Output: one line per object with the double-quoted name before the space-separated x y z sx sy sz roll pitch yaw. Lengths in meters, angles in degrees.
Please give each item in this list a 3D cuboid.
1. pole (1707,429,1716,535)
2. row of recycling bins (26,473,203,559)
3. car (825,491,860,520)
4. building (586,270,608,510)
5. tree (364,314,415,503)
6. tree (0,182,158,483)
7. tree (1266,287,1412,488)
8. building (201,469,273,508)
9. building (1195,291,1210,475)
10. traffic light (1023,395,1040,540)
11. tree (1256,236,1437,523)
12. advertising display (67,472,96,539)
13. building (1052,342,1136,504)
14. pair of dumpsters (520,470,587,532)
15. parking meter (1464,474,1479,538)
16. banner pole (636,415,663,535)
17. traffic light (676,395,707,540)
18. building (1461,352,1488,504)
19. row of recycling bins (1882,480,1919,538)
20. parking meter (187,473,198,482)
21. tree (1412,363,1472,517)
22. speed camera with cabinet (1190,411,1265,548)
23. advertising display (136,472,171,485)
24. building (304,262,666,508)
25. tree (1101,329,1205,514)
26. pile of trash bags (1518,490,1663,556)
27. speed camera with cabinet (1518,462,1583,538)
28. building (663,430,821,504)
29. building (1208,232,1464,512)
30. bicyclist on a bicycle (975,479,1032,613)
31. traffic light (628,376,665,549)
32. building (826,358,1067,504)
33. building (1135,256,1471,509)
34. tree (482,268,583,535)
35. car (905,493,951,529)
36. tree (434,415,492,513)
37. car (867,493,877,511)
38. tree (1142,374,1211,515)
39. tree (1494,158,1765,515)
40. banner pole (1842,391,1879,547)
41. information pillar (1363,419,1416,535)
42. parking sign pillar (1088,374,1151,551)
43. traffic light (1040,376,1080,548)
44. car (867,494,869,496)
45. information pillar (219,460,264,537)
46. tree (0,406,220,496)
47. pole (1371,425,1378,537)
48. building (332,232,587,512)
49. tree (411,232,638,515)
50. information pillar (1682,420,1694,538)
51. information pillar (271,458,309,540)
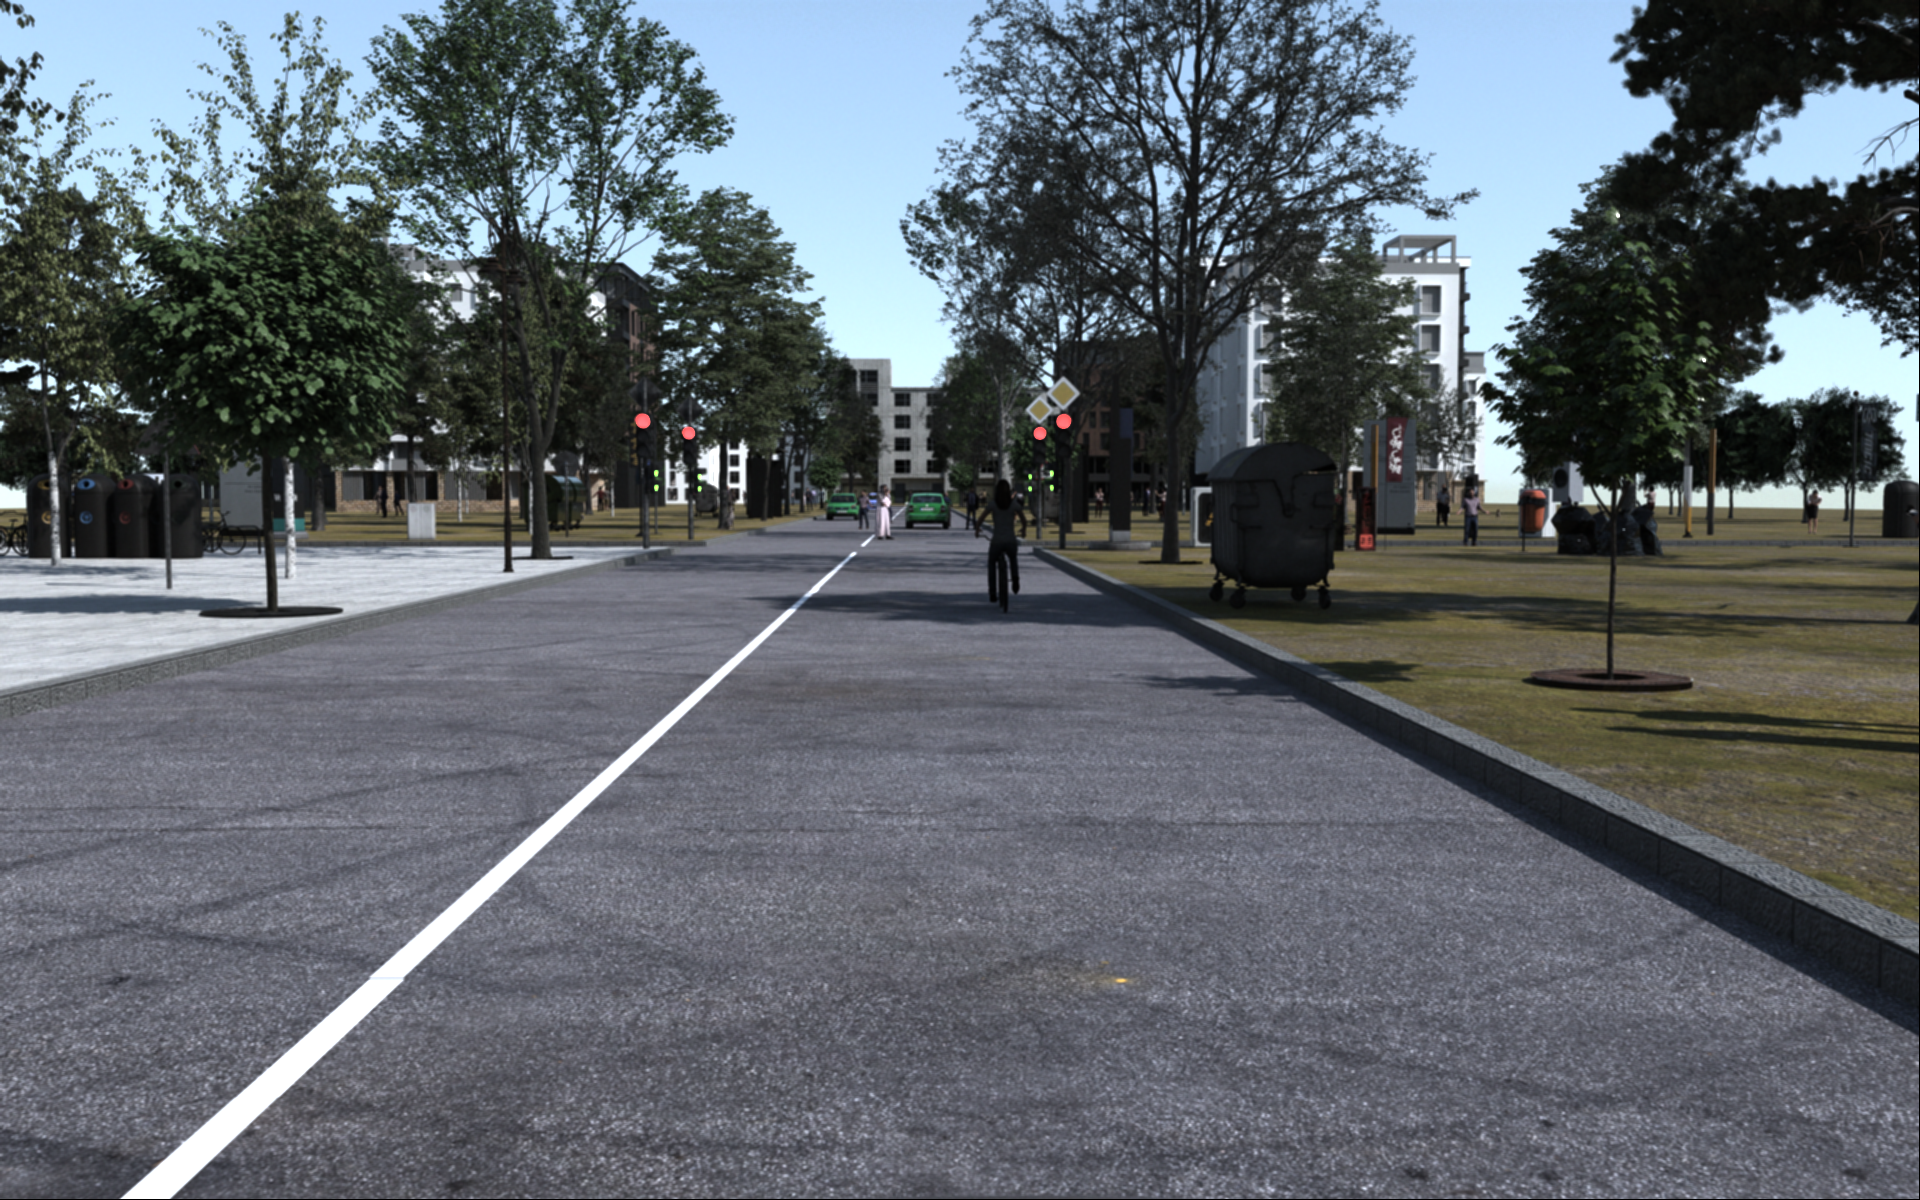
"pole" 23.514 -3.690 54.170 0.158 3.312 0.155 0 3 0
"row of recycling bins" -16.937 -1.688 34.718 3.534 1.692 1.069 0 4 3
"car" -6.433 -5.316 95.718 1.959 1.807 4.718 0 4 -1
"building" -37.078 -17.406 141.007 16.016 20.091 11.380 0 4 -1
"tree" -31.427 -10.818 98.934 6.751 12.117 7.091 0 3 0
"tree" -31.403 -8.458 60.337 6.751 12.117 7.091 0 3 0
"tree" 13.227 -6.780 61.221 4.360 8.622 3.978 0 3 0
"building" -68.841 -19.308 172.105 11.380 20.091 16.016 0 4 -1
"building" 27.750 -17.506 142.641 16.016 20.091 11.380 0 4 -1
"traffic light" 2.214 -3.644 48.826 0.839 4.213 0.868 0 4 -1
"tree" 16.891 -9.642 75.766 7.486 12.596 7.792 0 3 0
"advertising display" -25.455 -2.755 50.257 0.123 1.923 0.974 1 4 16
"building" 30.038 -24.312 241.472 32.646 21.610 27.936 0 4 -1
"pair of dumpsters" -14.318 -3.578 61.002 1.574 2.255 4.436 0 4 -1
"parking meter" 14.864 -2.730 50.350 0.255 1.863 0.399 3 5 42
"banner pole" -9.898 -3.974 54.998 0.863 3.779 0.401 0 4 -2
"traffic light" -7.544 -3.629 48.582 0.839 4.213 0.868 0 4 -1
"building" 63.871 -23.223 236.110 11.380 20.091 16.016 0 4 -1
"row of recycling bins" 28.037 -2.716 51.520 1.069 1.692 3.534 2 4 30
"parking meter" -21.164 -2.568 47.695 0.399 1.863 0.255 3 5 42
"tree" 27.345 -8.958 96.833 4.360 8.622 3.978 0 3 0
"speed camera with cabinet" 6.549 -2.873 41.302 2.038 3.252 0.660 0 4 0
"advertising display" -23.672 -2.790 50.833 0.974 1.923 0.123 -1 4 -18
"building" -46.278 -19.727 166.503 32.646 21.610 27.936 0 4 -1
"tree" 12.476 -11.611 111.890 6.751 12.117 7.091 0 3 0
"pile of trash bags" 13.433 -1.689 37.362 1.912 1.369 3.447 -2 4 -30
"speed camera with cabinet" 17.091 -3.411 50.110 0.660 3.252 2.038 -2 4 -24
"building" -32.638 -17.639 230.540 28.070 9.664 9.099 0 4 -1
"building" 27.985 -16.785 130.854 16.016 20.091 11.380 0 4 -1
"bicyclist on a bicycle" 0.526 -0.695 21.384 1.499 1.676 1.625 0 4 -1
"traffic light" -7.357 -3.141 40.599 0.839 4.213 0.868 0 4 -1
"building" -1.908 -22.506 234.430 31.486 18.905 16.747 0 4 -1
"building" 33.013 -19.650 165.246 27.936 21.610 32.646 0 4 -1
"tree" -13.764 -6.392 54.872 4.737 8.622 4.395 0 3 0
"car" -1.356 -3.898 72.533 1.959 1.807 4.718 0 4 0
"tree" -32.761 -10.063 114.891 4.360 8.622 3.978 0 3 0
"car" -7.045 -8.280 144.970 1.945 1.707 3.694 0 4 -2
"tree" 13.265 -9.401 104.067 4.360 8.622 3.978 0 3 0
"tree" 24.425 -9.575 63.201 9.857 13.997 8.962 0 3 0
"banner pole" 21.785 -3.168 41.821 0.401 3.779 0.863 -2 4 -24
"information pillar" 13.553 -3.878 54.721 1.656 3.620 0.184 2 4 29
"parking sign pillar" 3.664 -3.129 39.631 1.447 3.967 1.447 0 4 2
"traffic light" 2.402 -3.156 40.843 0.839 4.213 0.868 0 4 -1
"car" -8.636 -9.979 172.202 2.155 1.783 4.494 0 3 0
"information pillar" -21.421 -3.702 51.848 1.656 3.620 0.184 1 4 15
"tree" -58.330 -9.333 115.494 20.602 7.101 11.467 -1 4 -12
"pole" 12.248 -3.509 51.209 0.158 3.312 0.155 0 3 0
"building" -37.309 -16.711 129.640 16.016 20.091 11.380 0 4 -1
"tree" -17.570 -9.117 71.113 6.751 12.117 7.091 0 3 0
"information pillar" 21.487 -3.655 51.106 0.183 3.616 0.504 0 4 3
"information pillar" -18.897 -3.627 48.682 0.750 3.857 0.750 0 4 8
